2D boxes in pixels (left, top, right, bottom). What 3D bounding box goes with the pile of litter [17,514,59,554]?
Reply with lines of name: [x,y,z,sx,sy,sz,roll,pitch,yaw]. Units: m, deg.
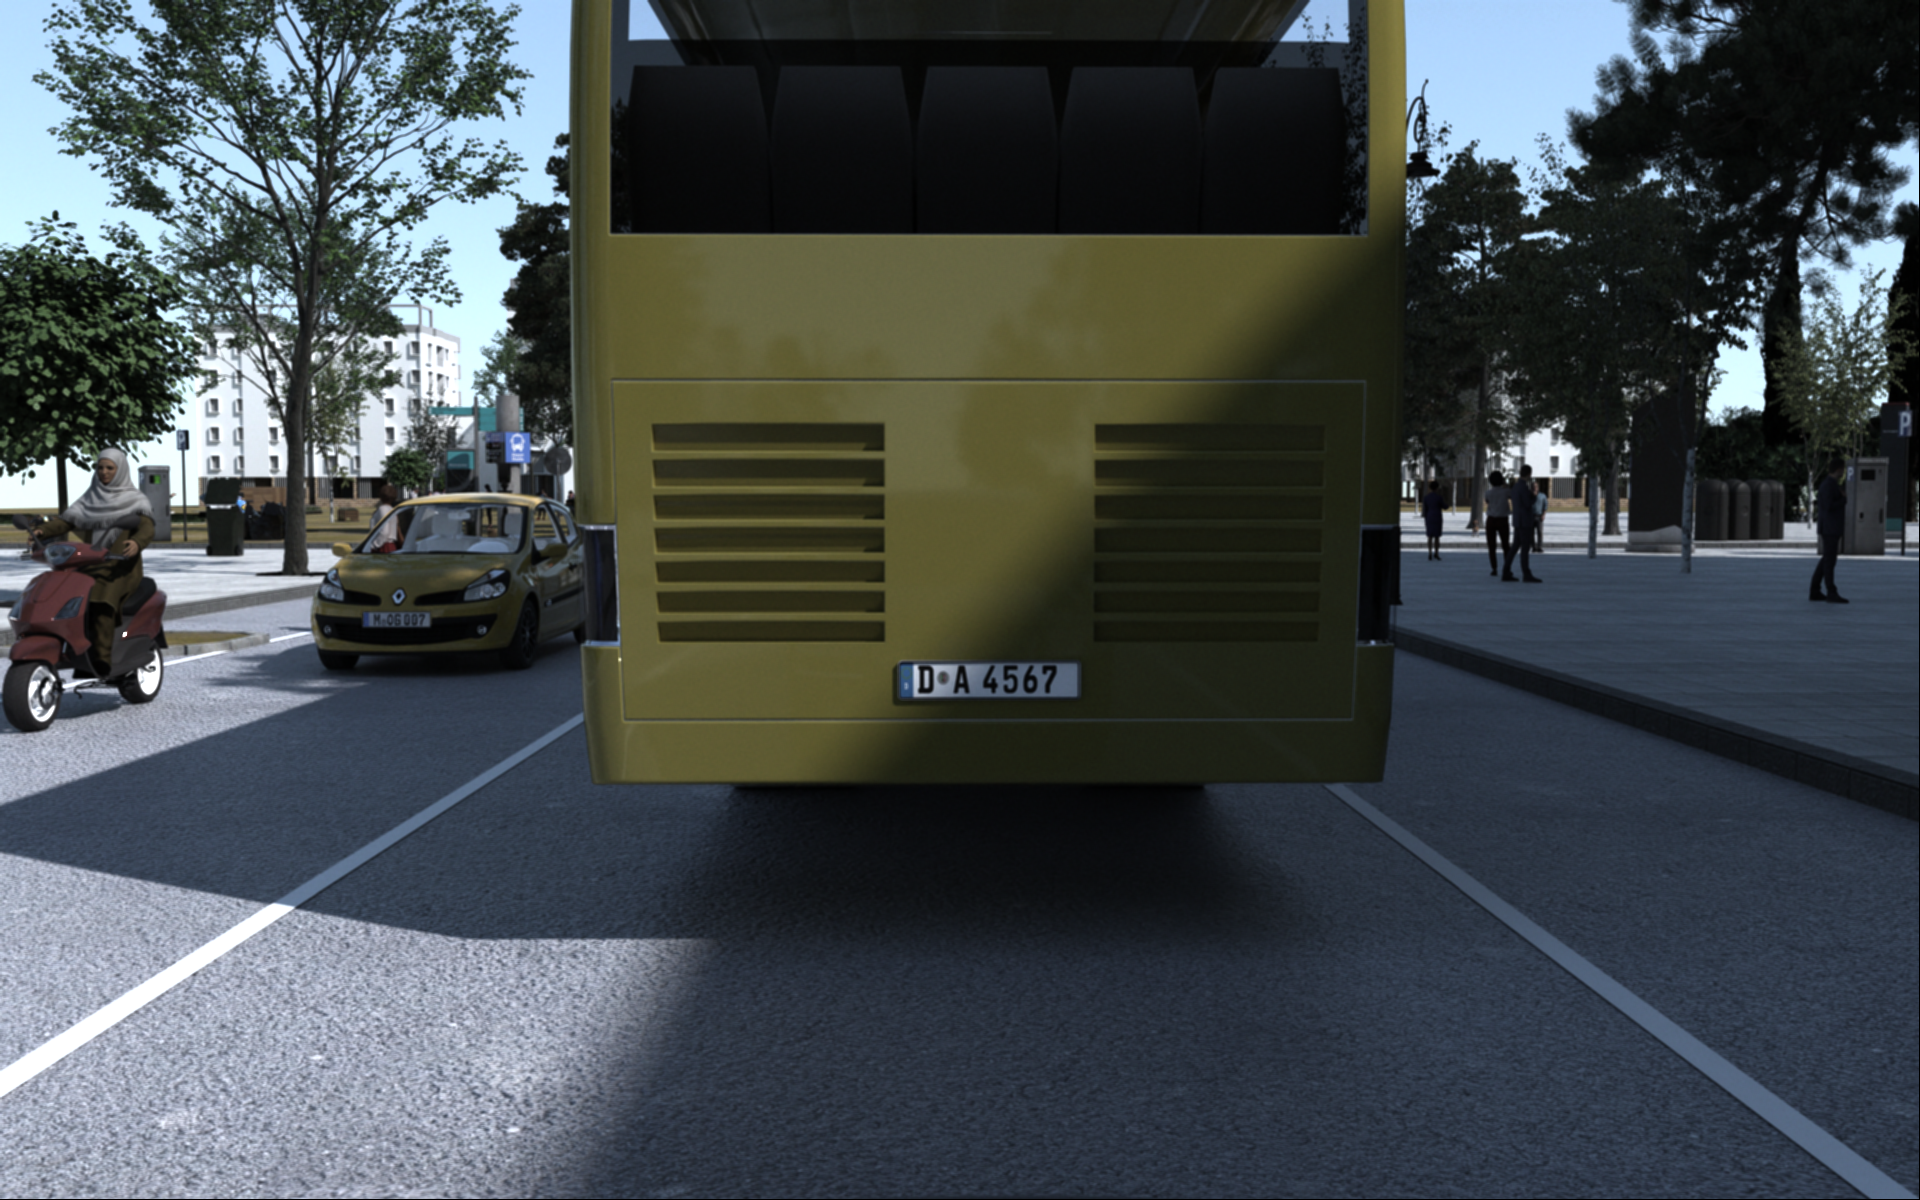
pile of litter: [-19.620,-1.440,37.513,1.719,0.858,1.176,2,4,34]

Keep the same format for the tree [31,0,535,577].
tree: [-10.310,-6.189,26.949,9.928,11.665,9.643,0,3,0]

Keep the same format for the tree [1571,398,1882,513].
tree: [52.338,-9.389,116.412,20.602,7.101,11.467,-1,4,-18]

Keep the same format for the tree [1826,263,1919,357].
tree: [28.046,-6.384,54.744,4.737,8.622,4.395,0,3,0]

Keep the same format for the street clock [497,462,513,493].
street clock: [-10.438,-2.151,39.737,0.358,2.002,0.471,0,4,-7]

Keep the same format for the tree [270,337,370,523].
tree: [-28.242,-7.759,77.214,4.737,8.622,4.395,0,3,0]

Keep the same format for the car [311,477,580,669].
car: [-4.354,-0.315,15.381,2.015,1.641,3.980,0,4,1]

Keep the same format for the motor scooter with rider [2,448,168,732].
motor scooter with rider: [-5.653,-0.139,11.245,0.876,1.779,1.986,0,4,-1]

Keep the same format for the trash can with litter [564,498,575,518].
trash can with litter: [-10.381,-2.182,47.062,0.624,1.170,1.055,1,4,10]

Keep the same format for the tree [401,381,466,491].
tree: [-34.514,-9.944,112.941,4.360,8.622,3.978,0,3,0]

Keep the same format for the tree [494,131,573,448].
tree: [-11.002,-8.996,54.505,7.806,13.903,7.818,0,3,0]

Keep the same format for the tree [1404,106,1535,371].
tree: [6.123,-4.644,26.292,4.360,8.622,3.978,0,3,0]

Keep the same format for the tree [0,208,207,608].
tree: [-10.491,-2.218,19.970,4.285,4.588,4.351,0,3,0]

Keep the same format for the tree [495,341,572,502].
tree: [-23.306,-10.085,99.309,7.601,10.594,8.767,-1,4,-11]

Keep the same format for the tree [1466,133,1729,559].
tree: [12.362,-5.132,34.267,4.737,8.622,4.395,0,3,0]

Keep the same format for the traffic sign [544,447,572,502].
traffic sign: [-10.950,-2.879,47.180,0.768,2.556,0.104,0,4,0]

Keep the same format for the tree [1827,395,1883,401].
tree: [47.695,-8.164,96.389,11.467,7.101,20.602,3,4,36]

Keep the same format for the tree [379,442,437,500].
tree: [-34.113,-7.555,107.242,4.285,4.588,4.351,0,3,0]

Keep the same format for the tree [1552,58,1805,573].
tree: [11.883,-4.764,28.256,4.360,8.622,3.978,0,3,0]

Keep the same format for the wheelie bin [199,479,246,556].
wheelie bin: [-15.233,-1.710,35.868,0.980,1.594,0.693,0,4,-5]

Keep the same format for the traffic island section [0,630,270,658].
traffic island section: [-7.625,0.410,16.161,1.991,0.108,1.994,0,4,-1]

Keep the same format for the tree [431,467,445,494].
tree: [-35.066,-7.523,117.595,1.663,3.219,1.824,0,3,0]

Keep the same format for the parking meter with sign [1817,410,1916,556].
parking meter with sign: [18.903,-2.441,36.168,1.738,3.016,0.543,0,4,1]

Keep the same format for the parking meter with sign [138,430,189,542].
parking meter with sign: [-21.657,-3.073,46.511,0.543,3.016,1.738,3,5,41]

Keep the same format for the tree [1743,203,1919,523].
tree: [45.235,-10.986,81.445,18.604,14.587,13.155,0,4,-4]

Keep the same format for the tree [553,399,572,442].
tree: [-17.450,-8.156,83.718,4.360,8.622,3.978,0,3,0]

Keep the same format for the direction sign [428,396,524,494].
direction sign: [-13.322,-3.623,47.993,2.525,3.948,1.411,-1,4,-9]

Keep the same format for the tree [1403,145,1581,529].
tree: [19.286,-9.529,63.227,7.806,13.903,7.818,0,3,0]

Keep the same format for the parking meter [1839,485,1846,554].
parking meter: [18.959,-1.750,37.022,0.372,1.533,0.369,0,3,0]

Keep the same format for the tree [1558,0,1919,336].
tree: [6.286,-5.252,7.932,6.751,12.117,7.091,0,3,0]

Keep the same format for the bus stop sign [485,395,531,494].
bus stop sign: [-12.037,-3.496,46.170,0.837,3.901,0.837,3,4,38]

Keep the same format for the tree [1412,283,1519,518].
tree: [25.431,-11.227,93.934,12.009,13.543,11.850,0,3,0]
